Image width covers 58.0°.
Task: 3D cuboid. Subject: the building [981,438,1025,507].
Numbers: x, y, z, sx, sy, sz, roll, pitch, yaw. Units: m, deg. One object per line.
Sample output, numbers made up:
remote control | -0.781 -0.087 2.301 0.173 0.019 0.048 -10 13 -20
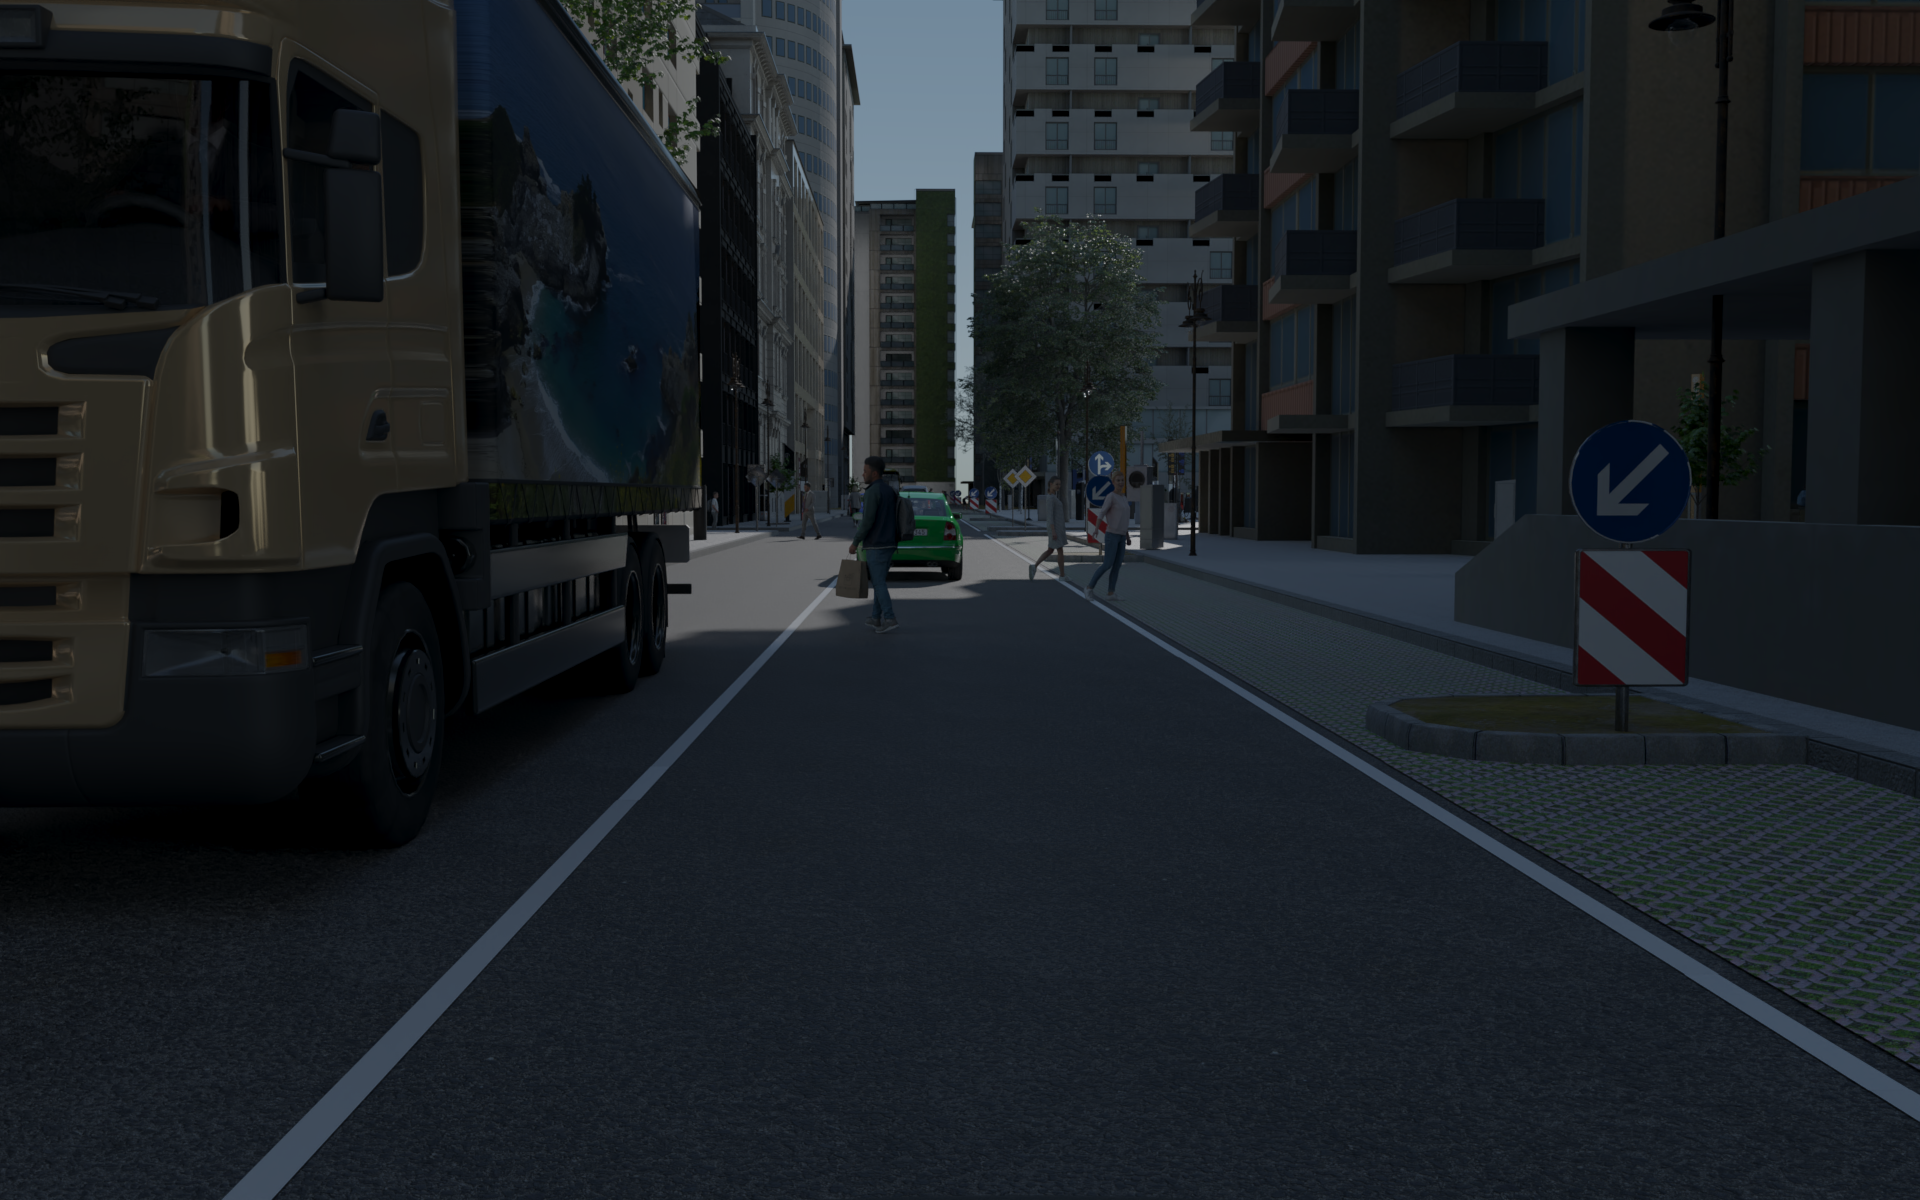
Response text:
building | 13.958 -53.422 186.113 22.319 86.520 31.000 0 4 -1

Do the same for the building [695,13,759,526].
building | -15.792 -15.068 76.045 12.332 23.373 15.834 0 4 -1

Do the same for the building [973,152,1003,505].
building | 8.576 -32.188 209.876 14.154 41.232 14.086 0 4 -1

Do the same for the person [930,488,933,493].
person | -1.957 -6.648 117.224 0.581 1.822 0.654 0 4 7

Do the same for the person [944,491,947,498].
person | -1.944 -12.268 209.086 0.705 1.823 1.348 2 4 33

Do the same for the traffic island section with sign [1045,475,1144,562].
traffic island section with sign | 2.828 -1.735 36.991 1.989 1.847 2.006 0 4 -1

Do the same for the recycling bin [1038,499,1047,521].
recycling bin | 4.113 -4.285 82.614 0.722 1.027 0.722 1 4 11

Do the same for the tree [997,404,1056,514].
tree | 4.011 -9.849 111.392 4.360 8.622 3.978 0 3 0

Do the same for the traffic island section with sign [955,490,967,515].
traffic island section with sign | 0.855 -6.824 120.208 1.989 1.847 2.006 0 4 -1

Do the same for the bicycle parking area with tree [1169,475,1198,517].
bicycle parking area with tree | 14.246 -6.647 95.680 8.231 4.147 9.016 0 4 2

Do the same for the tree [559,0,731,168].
tree | -6.581 -5.813 20.806 9.928 11.665 9.643 0 3 0

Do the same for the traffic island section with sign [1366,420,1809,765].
traffic island section with sign | 3.463 -0.087 10.044 1.989 1.847 2.006 0 4 -1

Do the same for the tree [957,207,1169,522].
tree | 4.767 -10.492 78.196 9.857 13.997 8.962 0 3 0

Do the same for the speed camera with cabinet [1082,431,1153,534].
speed camera with cabinet | 5.006 -3.677 54.462 2.038 3.252 0.660 2 4 26

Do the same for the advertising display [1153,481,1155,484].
advertising display | 9.275 -4.866 84.771 0.123 1.923 0.974 2 4 32

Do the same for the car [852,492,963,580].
car | -0.909 -1.311 30.230 1.959 1.807 4.718 0 4 -3

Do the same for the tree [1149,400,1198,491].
tree | 16.642 -11.194 133.382 4.360 8.622 3.978 0 3 0

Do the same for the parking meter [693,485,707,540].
parking meter | -7.261 -2.442 48.337 0.372 1.533 0.369 0 3 0

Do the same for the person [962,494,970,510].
person | 0.589 -8.761 154.929 0.799 1.438 0.628 0 4 1

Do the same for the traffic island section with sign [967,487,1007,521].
traffic island section with sign | 1.515 -5.136 92.596 1.989 1.847 2.006 0 4 -1

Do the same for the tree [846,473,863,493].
tree | -10.091 -10.318 163.300 1.663 3.219 1.824 0 3 0

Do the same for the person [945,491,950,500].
person | -1.778 -12.698 216.092 1.348 1.826 0.705 1 4 19

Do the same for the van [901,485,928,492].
van | -2.260 -4.828 85.956 2.013 2.044 4.112 0 4 -1

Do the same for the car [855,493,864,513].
car | -5.239 -5.545 100.254 1.945 1.707 3.694 0 4 -3

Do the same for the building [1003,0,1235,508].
building | 17.900 -34.789 158.035 28.713 52.752 27.495 0 4 -1

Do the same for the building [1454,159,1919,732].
building | 21.258 -19.440 9.723 32.217 40.220 23.993 0 4 -1

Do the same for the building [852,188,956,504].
building | -7.617 -33.662 233.960 14.086 41.232 14.154 0 4 -1

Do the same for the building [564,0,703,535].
building | -22.658 -12.098 42.843 28.899 21.520 27.650 0 4 -1

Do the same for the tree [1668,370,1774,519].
tree | 11.408 -1.973 26.863 1.663 3.219 1.824 0 3 0

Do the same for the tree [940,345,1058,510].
tree | 3.344 -13.895 137.556 12.009 13.543 11.850 0 3 0

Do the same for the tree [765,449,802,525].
tree | -7.742 -4.802 73.113 1.663 3.219 1.824 0 3 0

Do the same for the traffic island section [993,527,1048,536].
traffic island section | 2.280 -2.306 59.992 2.009 0.180 2.903 0 4 -1

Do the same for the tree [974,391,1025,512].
tree | 3.105 -10.577 123.289 4.737 8.622 4.395 0 3 0

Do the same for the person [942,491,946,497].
person | -1.621 -9.425 163.046 0.568 1.767 0.683 -1 4 -19

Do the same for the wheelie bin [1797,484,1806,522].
wheelie bin | 14.506 -1.296 29.092 0.980 1.594 0.693 -1 4 -16

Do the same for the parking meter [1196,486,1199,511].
parking meter | 16.795 -7.082 121.502 0.399 1.863 0.255 -1 4 -10

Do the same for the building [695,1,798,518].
building | -16.572 -18.847 95.531 14.401 28.519 23.554 0 4 -1

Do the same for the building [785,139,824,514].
building | -20.357 -19.585 124.730 19.350 26.468 34.151 0 4 -1

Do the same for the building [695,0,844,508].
building | -21.678 -37.529 155.592 21.231 58.520 28.212 0 4 -1

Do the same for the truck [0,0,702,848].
truck | -3.472 -1.313 10.385 2.839 4.237 11.283 0 4 -1

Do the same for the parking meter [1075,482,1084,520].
parking meter | 5.857 -4.829 84.666 0.399 1.863 0.255 3 4 38

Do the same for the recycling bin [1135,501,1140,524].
recycling bin | 7.866 -3.726 73.476 0.722 1.027 0.722 -1 4 -13

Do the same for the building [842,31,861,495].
building | -25.794 -37.520 202.687 27.495 52.752 28.713 0 4 -1

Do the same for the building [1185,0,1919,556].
building | 17.824 -23.808 43.879 22.147 44.769 28.867 0 4 -1

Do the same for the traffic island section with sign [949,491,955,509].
traffic island section with sign | -0.296 -9.852 169.701 1.989 1.847 2.006 0 4 -1

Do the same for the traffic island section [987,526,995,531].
traffic island section | 2.092 -2.795 67.975 2.009 0.180 2.903 0 4 -1

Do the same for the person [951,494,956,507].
person | -0.572 -10.879 189.589 0.991 1.433 0.599 1 4 21

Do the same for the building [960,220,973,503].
building | 14.565 -35.703 238.376 28.867 44.769 22.147 0 4 -1

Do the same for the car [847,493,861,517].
car | -6.153 -6.266 111.481 2.155 1.783 4.494 0 4 -1

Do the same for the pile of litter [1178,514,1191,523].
pile of litter | 9.447 -3.878 77.363 1.719 0.858 1.176 2 4 35

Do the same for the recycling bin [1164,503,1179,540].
recycling bin | 5.797 -2.227 48.963 0.722 1.027 0.722 1 4 10

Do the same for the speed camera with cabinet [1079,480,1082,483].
speed camera with cabinet | 7.756 -7.467 116.422 2.038 3.252 0.660 -1 4 -21
